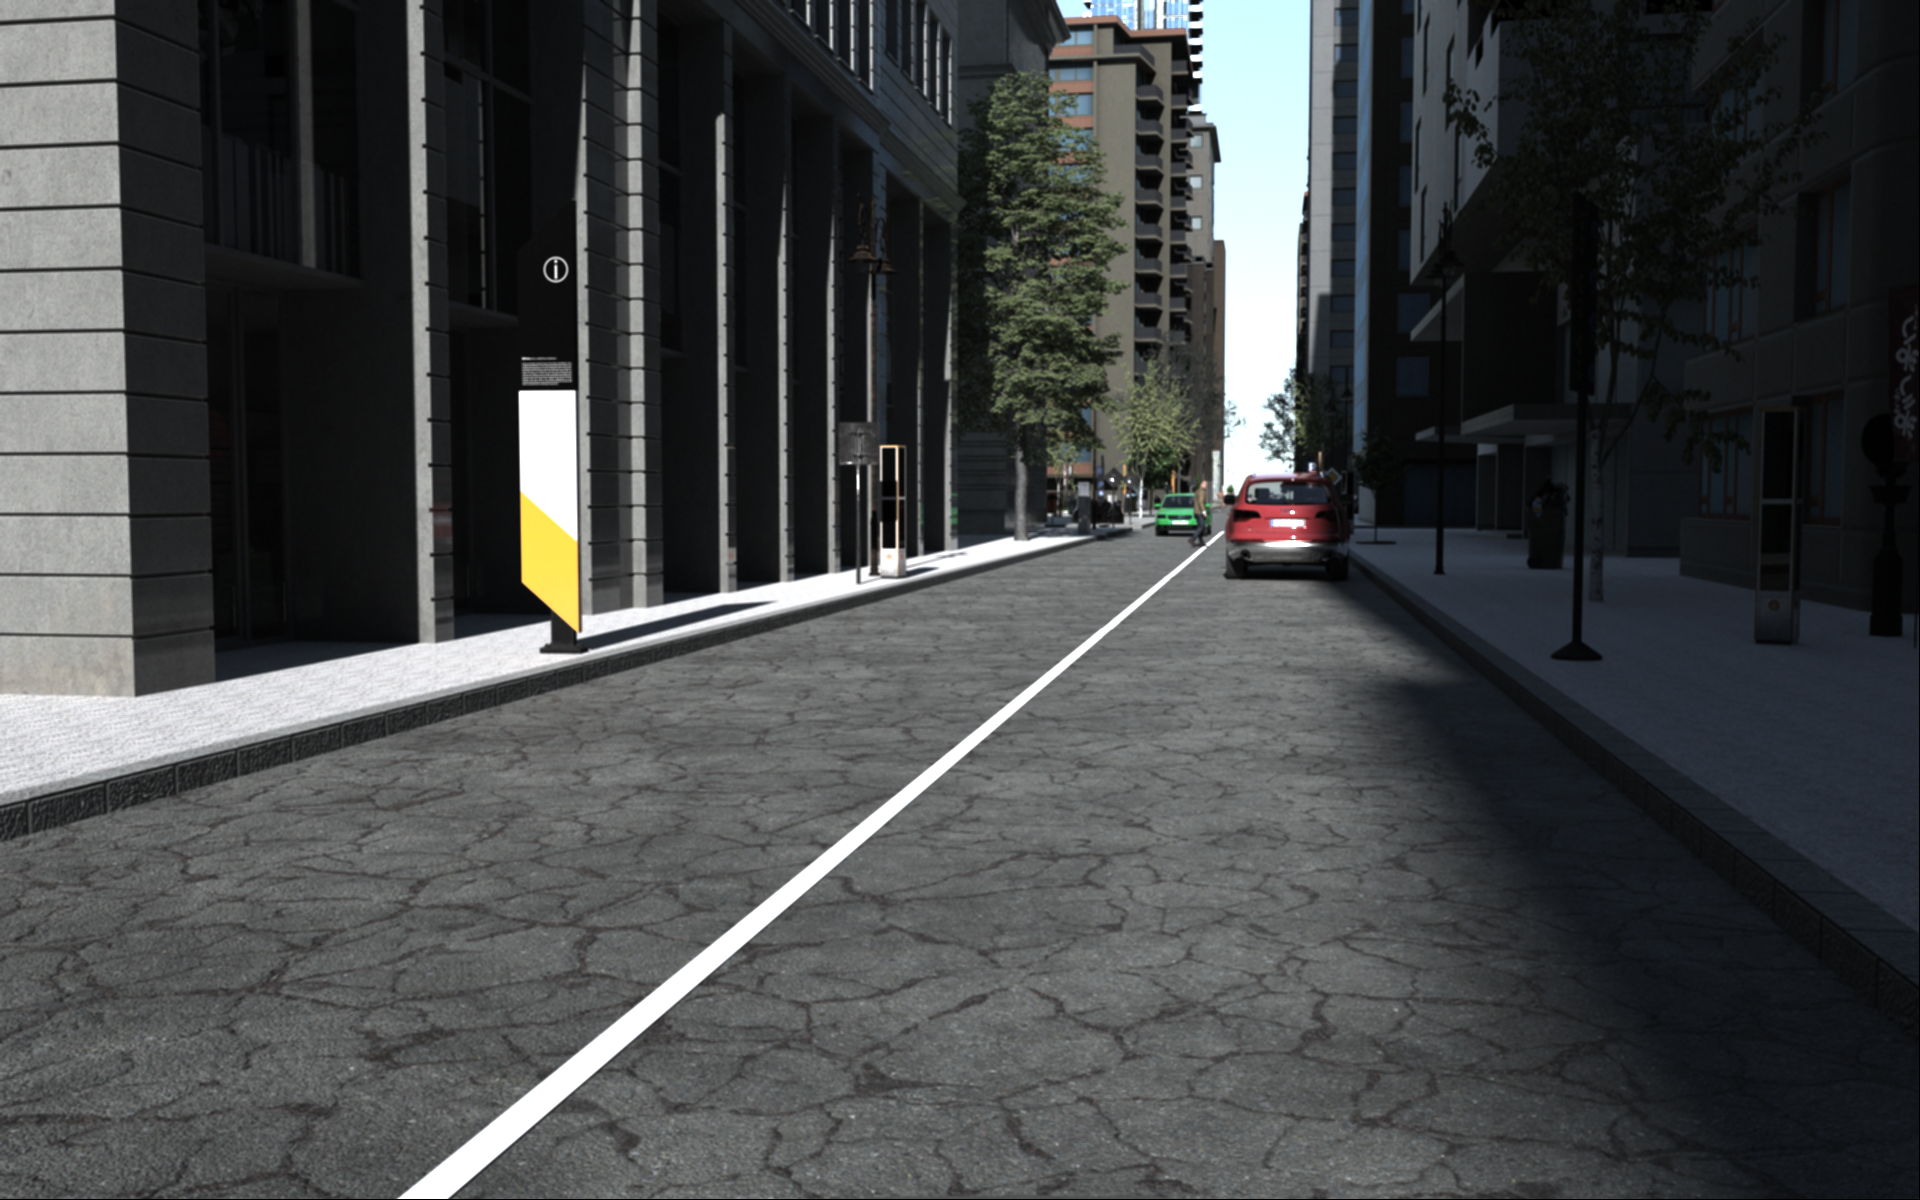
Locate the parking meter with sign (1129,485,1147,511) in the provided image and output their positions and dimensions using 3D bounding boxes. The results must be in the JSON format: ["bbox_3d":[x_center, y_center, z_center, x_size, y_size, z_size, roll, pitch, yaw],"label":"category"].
[{"bbox_3d":[13.702,-8.406,133.693,0.543,3.016,1.738,-3,5,-45],"label":"parking meter with sign"}]

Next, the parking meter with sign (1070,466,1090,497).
[{"bbox_3d":[7.756,-6.850,108.252,1.738,3.016,0.543,0,4,-7],"label":"parking meter with sign"}]

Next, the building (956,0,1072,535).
[{"bbox_3d":[-7.321,-13.710,60.319,21.152,22.565,11.583,1,4,10],"label":"building"}]

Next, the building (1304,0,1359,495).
[{"bbox_3d":[42.687,-37.756,159.307,21.231,58.520,28.212,1,4,10],"label":"building"}]

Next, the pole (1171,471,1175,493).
[{"bbox_3d":[16.393,-8.544,133.541,0.158,3.312,0.155,0,3,0],"label":"pole"}]

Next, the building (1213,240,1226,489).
[{"bbox_3d":[38.129,-39.498,295.903,14.600,45.320,14.200,1,4,10],"label":"building"}]

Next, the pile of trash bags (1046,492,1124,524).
[{"bbox_3d":[5.326,-4.004,75.221,3.447,1.369,1.912,-1,4,-10],"label":"pile of trash bags"}]

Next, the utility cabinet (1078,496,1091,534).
[{"bbox_3d":[4.024,-2.736,55.896,0.306,1.237,1.020,1,4,12],"label":"utility cabinet"}]

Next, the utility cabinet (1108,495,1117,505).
[{"bbox_3d":[11.979,-7.643,136.130,0.306,1.237,1.020,2,4,34],"label":"utility cabinet"}]

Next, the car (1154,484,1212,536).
[{"bbox_3d":[7.793,-3.147,60.253,1.959,1.807,4.718,1,4,11],"label":"car"}]

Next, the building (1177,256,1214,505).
[{"bbox_3d":[23.206,-26.723,208.627,14.160,30.474,14.107,1,4,10],"label":"building"}]

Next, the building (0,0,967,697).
[{"bbox_3d":[-7.929,-15.165,25.435,11.434,29.767,29.804,1,4,10],"label":"building"}]

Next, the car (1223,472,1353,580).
[{"bbox_3d":[5.761,-1.334,30.481,2.281,1.827,5.304,1,4,11],"label":"car"}]

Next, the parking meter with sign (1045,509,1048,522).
[{"bbox_3d":[3.594,-5.108,79.780,0.543,3.016,1.738,1,4,20],"label":"parking meter with sign"}]

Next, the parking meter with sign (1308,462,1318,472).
[{"bbox_3d":[19.493,-6.094,95.896,0.543,3.016,1.738,1,4,9],"label":"parking meter with sign"}]

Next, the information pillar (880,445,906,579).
[{"bbox_3d":[-1.014,-1.332,26.273,0.304,2.012,0.304,1,4,23],"label":"information pillar"}]

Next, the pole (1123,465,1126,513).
[{"bbox_3d":[11.406,-7.713,119.956,0.158,3.312,0.155,0,3,0],"label":"pole"}]

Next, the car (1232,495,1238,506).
[{"bbox_3d":[31.381,-11.102,193.881,2.083,1.381,4.827,1,4,9],"label":"car"}]

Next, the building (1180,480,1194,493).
[{"bbox_3d":[10.028,-30.480,190.230,32.217,40.220,23.993,1,4,10],"label":"building"}]

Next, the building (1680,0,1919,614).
[{"bbox_3d":[22.454,-10.095,10.099,27.650,21.520,28.899,1,4,10],"label":"building"}]

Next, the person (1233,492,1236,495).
[{"bbox_3d":[38.258,-14.221,241.684,0.551,1.740,0.621,2,4,31],"label":"person"}]

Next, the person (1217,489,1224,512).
[{"bbox_3d":[21.483,-8.188,142.342,0.573,1.828,0.580,3,5,44],"label":"person"}]

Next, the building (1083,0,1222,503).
[{"bbox_3d":[30.450,-58.742,273.096,22.319,86.520,31.000,1,4,10],"label":"building"}]

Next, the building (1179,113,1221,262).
[{"bbox_3d":[22.058,-40.156,245.787,28.713,52.752,27.495,1,4,10],"label":"building"}]

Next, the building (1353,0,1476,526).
[{"bbox_3d":[24.558,-25.922,73.940,14.200,45.320,14.600,1,4,10],"label":"building"}]

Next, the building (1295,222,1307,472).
[{"bbox_3d":[67.086,-40.698,289.111,21.300,48.544,21.600,1,4,10],"label":"building"}]

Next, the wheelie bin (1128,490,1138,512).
[{"bbox_3d":[12.243,-7.085,123.751,0.693,1.594,0.980,-2,4,-34],"label":"wheelie bin"}]

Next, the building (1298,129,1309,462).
[{"bbox_3d":[48.792,-32.614,187.864,22.147,44.769,28.867,1,4,10],"label":"building"}]

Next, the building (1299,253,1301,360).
[{"bbox_3d":[59.064,-36.017,243.494,22.147,44.769,28.867,1,4,10],"label":"building"}]

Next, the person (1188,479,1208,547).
[{"bbox_3d":[6.471,-2.340,46.675,0.836,1.842,0.656,-3,5,-41],"label":"person"}]

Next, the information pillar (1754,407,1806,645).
[{"bbox_3d":[7.016,-0.632,14.817,0.304,2.012,0.304,3,4,36],"label":"information pillar"}]

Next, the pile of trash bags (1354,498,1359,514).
[{"bbox_3d":[25.367,-6.244,111.838,1.912,1.369,3.447,-1,4,-20],"label":"pile of trash bags"}]

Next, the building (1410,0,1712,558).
[{"bbox_3d":[26.830,-27.879,45.064,28.713,52.752,27.495,1,4,10],"label":"building"}]

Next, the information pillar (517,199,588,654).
[{"bbox_3d":[-3.284,-1.380,13.911,0.504,3.616,0.183,0,4,8],"label":"information pillar"}]

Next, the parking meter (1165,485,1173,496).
[{"bbox_3d":[12.550,-6.015,104.053,0.399,1.863,0.255,-3,4,-36],"label":"parking meter"}]

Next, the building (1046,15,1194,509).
[{"bbox_3d":[10.471,-31.099,163.099,22.147,44.769,28.867,1,4,10],"label":"building"}]

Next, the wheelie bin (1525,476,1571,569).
[{"bbox_3d":[10.135,-1.343,29.860,0.693,1.594,0.980,2,4,24],"label":"wheelie bin"}]

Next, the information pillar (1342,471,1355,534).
[{"bbox_3d":[12.431,-3.120,55.502,0.304,2.012,0.304,-1,4,-15],"label":"information pillar"}]

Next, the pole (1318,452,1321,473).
[{"bbox_3d":[17.379,-5.490,83.605,0.158,3.312,0.155,0,3,0],"label":"pole"}]

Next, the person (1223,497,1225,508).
[{"bbox_3d":[27.496,-10.353,181.001,0.697,1.427,0.421,2,4,33],"label":"person"}]

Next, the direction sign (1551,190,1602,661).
[{"bbox_3d":[4.805,-1.309,13.392,0.379,3.537,0.876,2,4,30],"label":"direction sign"}]

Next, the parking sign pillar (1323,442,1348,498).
[{"bbox_3d":[19.413,-6.201,89.860,1.447,3.967,1.447,3,4,37],"label":"parking sign pillar"}]

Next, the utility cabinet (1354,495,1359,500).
[{"bbox_3d":[28.270,-6.901,123.995,0.306,1.237,1.020,-1,4,-16],"label":"utility cabinet"}]

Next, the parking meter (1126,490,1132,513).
[{"bbox_3d":[11.348,-6.603,116.364,0.372,1.533,0.369,0,3,0],"label":"parking meter"}]
